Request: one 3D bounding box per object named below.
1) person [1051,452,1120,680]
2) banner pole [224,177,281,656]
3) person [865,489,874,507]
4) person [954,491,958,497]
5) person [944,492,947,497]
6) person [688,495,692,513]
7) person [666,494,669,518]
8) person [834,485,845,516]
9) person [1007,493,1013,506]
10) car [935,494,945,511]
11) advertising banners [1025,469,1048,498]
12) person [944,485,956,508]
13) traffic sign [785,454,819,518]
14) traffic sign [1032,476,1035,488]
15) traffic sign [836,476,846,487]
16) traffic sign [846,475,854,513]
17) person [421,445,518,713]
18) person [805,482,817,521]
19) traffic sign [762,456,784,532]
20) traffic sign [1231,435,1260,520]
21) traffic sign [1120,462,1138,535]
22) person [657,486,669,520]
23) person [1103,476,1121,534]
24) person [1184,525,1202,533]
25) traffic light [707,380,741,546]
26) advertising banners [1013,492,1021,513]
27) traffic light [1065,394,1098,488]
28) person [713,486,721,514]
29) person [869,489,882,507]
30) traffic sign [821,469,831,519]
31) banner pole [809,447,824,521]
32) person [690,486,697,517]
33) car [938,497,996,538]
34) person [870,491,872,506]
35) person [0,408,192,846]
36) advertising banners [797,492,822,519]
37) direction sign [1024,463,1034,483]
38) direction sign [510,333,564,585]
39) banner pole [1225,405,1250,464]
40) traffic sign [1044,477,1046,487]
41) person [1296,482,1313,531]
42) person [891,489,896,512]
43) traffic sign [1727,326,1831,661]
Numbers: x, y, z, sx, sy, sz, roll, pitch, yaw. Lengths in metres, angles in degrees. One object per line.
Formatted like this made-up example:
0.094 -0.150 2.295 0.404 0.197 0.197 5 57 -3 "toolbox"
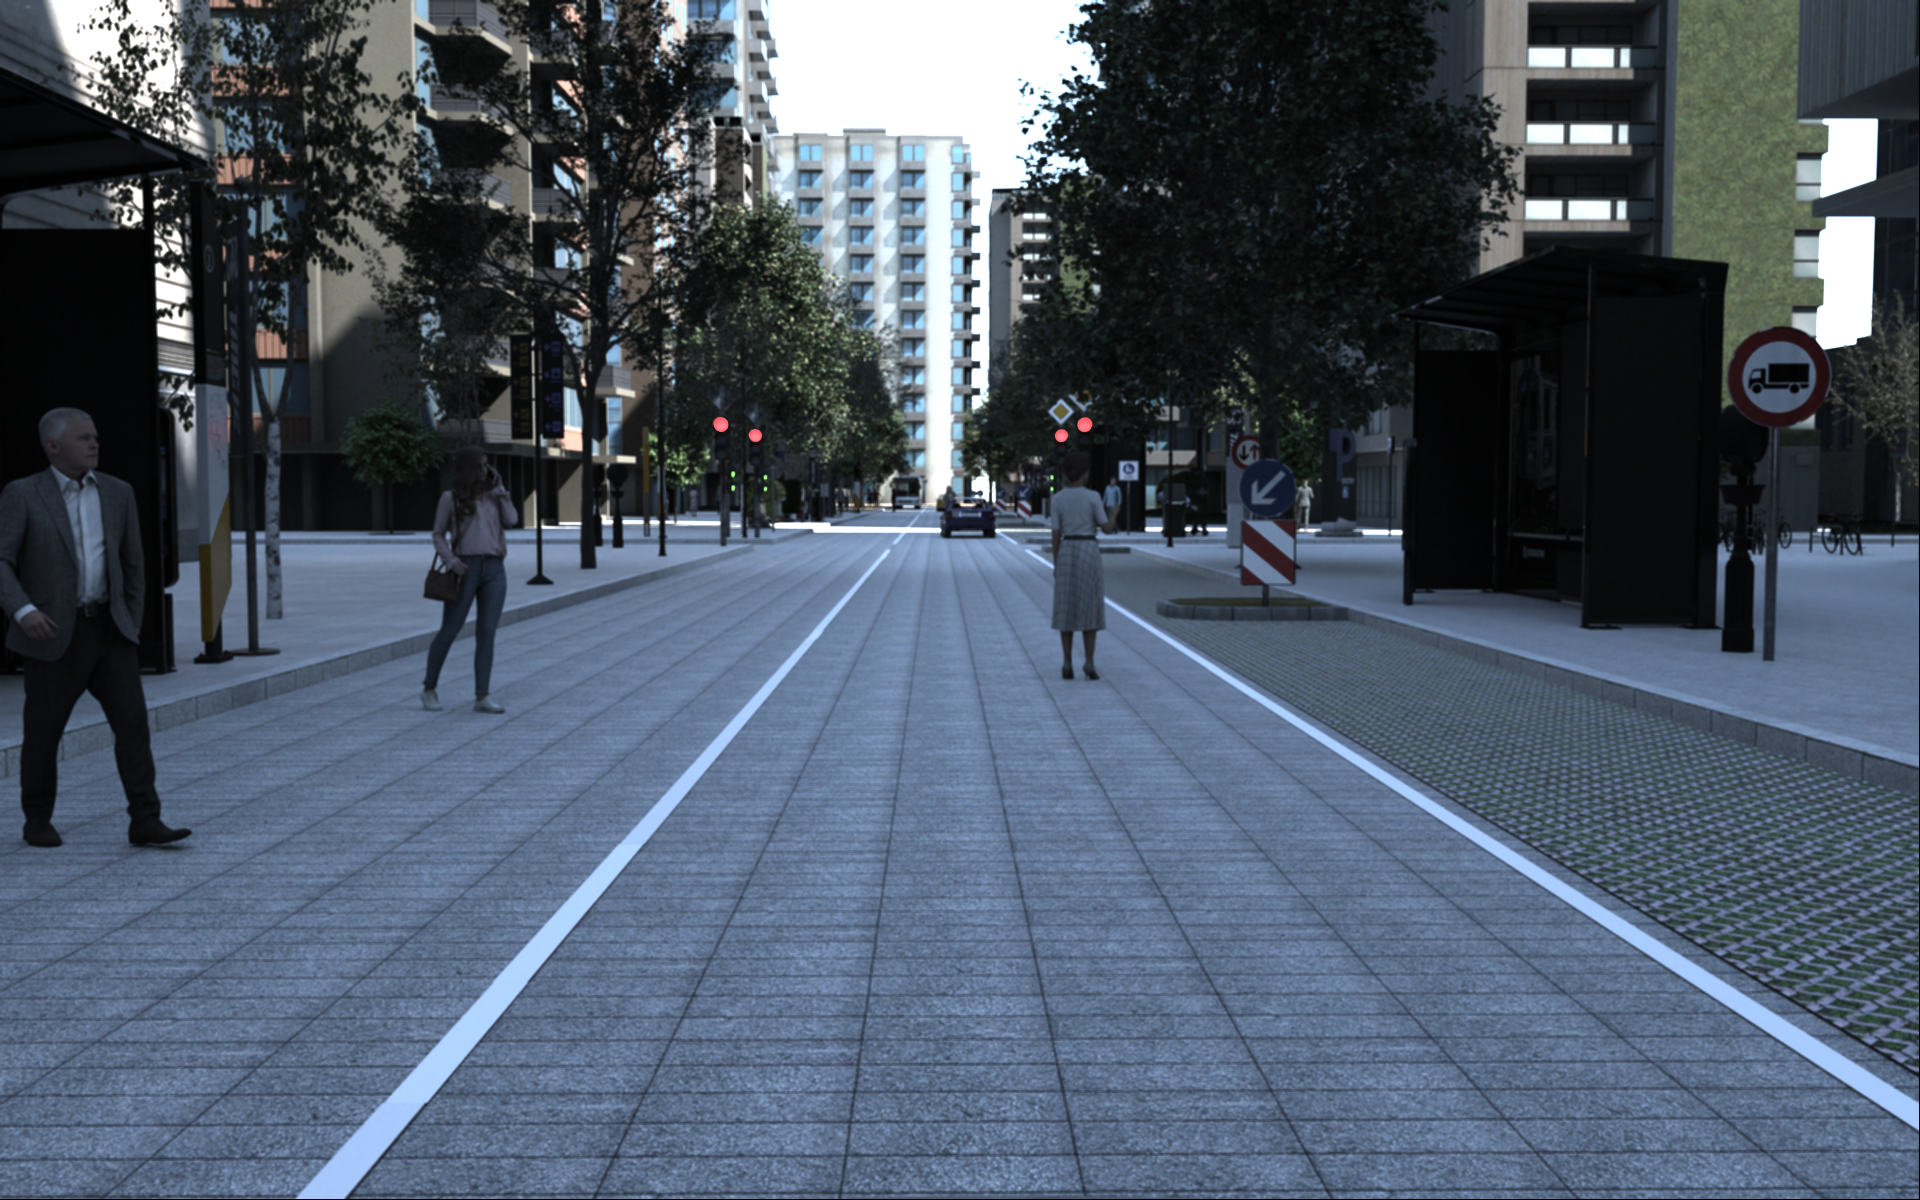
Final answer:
0.966 -0.267 13.437 0.480 1.755 0.524 1 4 21 "person"
-5.799 -1.465 13.968 0.401 3.779 0.863 -2 4 -35 "banner pole"
-9.104 -10.218 173.114 1.348 1.823 0.705 -1 4 -13 "person"
-0.655 -10.856 186.787 1.217 1.735 0.721 -1 4 -14 "person"
-0.901 -7.384 129.329 0.705 1.812 1.348 2 4 29 "person"
-17.880 -6.372 114.897 0.362 1.253 0.373 -1 4 -16 "person"
-15.623 -5.008 92.196 0.425 1.301 0.394 2 4 32 "person"
-7.172 -5.894 102.597 0.709 1.800 0.728 0 4 -8 "person"
5.166 -10.514 181.129 0.628 1.438 0.799 1 4 16 "person"
-1.075 -8.242 144.976 2.015 1.641 3.980 0 4 1 "car"
5.493 -7.541 119.483 2.074 3.025 0.090 0 4 6 "advertising banners"
-0.417 -4.045 74.812 0.537 1.800 0.526 0 4 -4 "person"
-8.190 -5.710 87.239 2.265 3.308 0.079 0 4 4 "traffic sign"
5.201 -7.398 121.058 0.768 2.556 0.104 0 4 7 "traffic sign"
-8.591 -7.664 125.420 0.768 2.556 0.104 0 4 8 "traffic sign"
-7.361 -7.175 117.418 0.768 2.556 0.104 0 4 1 "traffic sign"
-3.285 -0.143 11.435 0.593 1.750 0.643 -3 5 -43 "person"
-7.062 -4.585 80.969 0.822 1.834 0.622 -1 4 -16 "person"
-6.327 -3.582 58.666 0.768 2.556 0.104 0 4 3 "traffic sign"
6.206 -2.270 37.217 0.768 2.556 0.104 0 4 7 "traffic sign"
5.235 -3.160 53.799 0.606 2.300 0.079 0 4 2 "traffic sign"
-14.460 -4.791 84.405 0.654 1.822 0.581 1 4 12 "person"
4.894 -3.005 55.042 0.748 1.841 0.638 -3 5 -39 "person"
7.605 -3.112 56.699 0.755 1.850 0.659 0 4 5 "person"
-5.826 -3.287 42.671 0.839 4.253 0.868 0 4 -1 "traffic light"
4.705 -7.574 120.029 2.074 3.025 0.090 -1 4 -10 "advertising banners"
3.035 -3.295 42.799 0.839 4.253 0.868 0 4 -1 "traffic light"
-15.242 -6.313 109.445 0.728 1.800 0.709 3 5 42 "person"
-8.324 -10.083 170.830 1.348 1.831 0.705 0 4 1 "person"
-6.925 -5.377 88.018 0.768 2.556 0.104 0 4 5 "traffic sign"
-6.809 -5.619 81.885 0.863 3.779 0.401 -3 5 -43 "banner pole"
-14.943 -5.523 96.908 0.524 1.755 0.480 3 5 44 "person"
0.246 -2.765 57.791 1.945 1.354 3.894 0 4 -3 "car"
-9.431 -10.663 181.860 0.415 1.643 0.593 0 4 7 "person"
-3.520 0.116 6.995 0.834 1.777 0.661 2 4 28 "person"
-8.142 -5.679 89.041 2.074 3.025 0.090 0 4 1 "advertising banners"
5.009 -8.209 126.215 0.876 3.537 0.379 3 5 41 "direction sign"
-5.980 -1.991 24.549 0.876 3.537 0.379 1 4 22 "direction sign"
6.895 -3.224 42.729 0.863 3.779 0.401 3 4 38 "banner pole"
5.981 -7.712 126.202 0.768 2.556 0.104 0 4 0 "traffic sign"
12.052 -3.338 60.789 0.661 1.801 0.590 0 4 3 "person"
-5.265 -7.833 136.193 0.705 1.869 1.348 0 4 -5 "person"
6.234 -0.805 13.273 0.768 2.556 0.104 0 4 5 "traffic sign"
